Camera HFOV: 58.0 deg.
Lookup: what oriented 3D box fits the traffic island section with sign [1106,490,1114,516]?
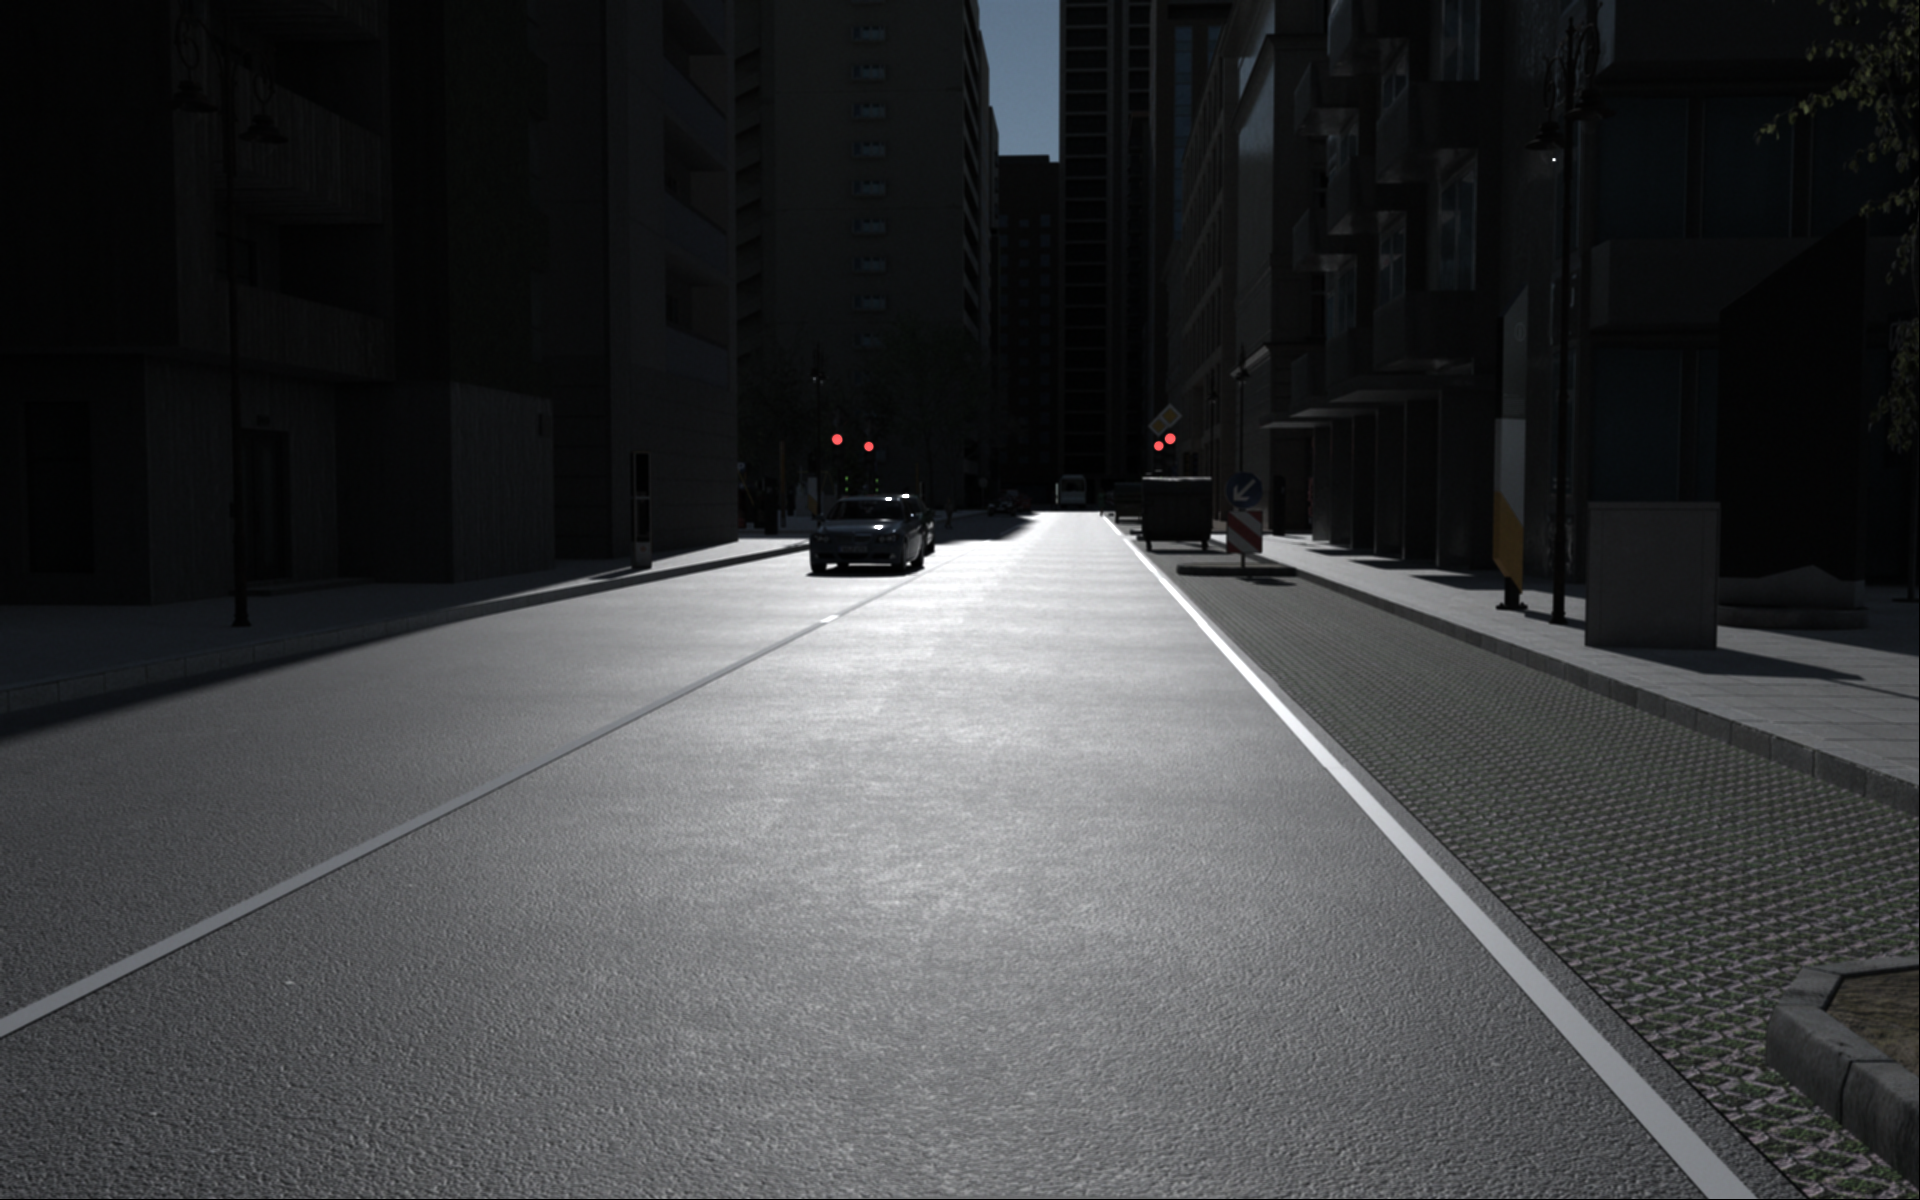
[{"bbox_3d":[10.741,-6.406,113.366,1.989,1.847,2.006,0,4,4],"label":"traffic island section with sign"}]

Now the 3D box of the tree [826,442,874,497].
[{"bbox_3d":[-4.012,-4.253,64.131,1.663,3.219,1.824,0,3,0],"label":"tree"}]

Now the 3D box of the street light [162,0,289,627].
[{"bbox_3d":[-6.968,-2.681,16.617,0.468,5.910,1.993,0,4,4],"label":"street light"}]

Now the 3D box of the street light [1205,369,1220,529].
[{"bbox_3d":[9.328,-5.589,64.160,0.468,5.910,1.993,0,4,4],"label":"street light"}]

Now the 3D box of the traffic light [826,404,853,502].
[{"bbox_3d":[-3.782,-3.994,54.225,0.839,4.253,0.868,0,4,4],"label":"traffic light"}]

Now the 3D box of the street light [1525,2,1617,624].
[{"bbox_3d":[5.917,-2.701,16.950,0.468,5.910,1.993,0,4,4],"label":"street light"}]

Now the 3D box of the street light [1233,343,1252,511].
[{"bbox_3d":[8.611,-4.906,53.002,0.468,5.910,1.993,0,4,4],"label":"street light"}]

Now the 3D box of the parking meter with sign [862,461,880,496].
[{"bbox_3d":[-4.813,-5.716,89.716,0.543,3.016,1.738,1,4,17],"label":"parking meter with sign"}]

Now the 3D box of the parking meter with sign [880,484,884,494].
[{"bbox_3d":[-6.161,-8.316,132.219,1.738,3.016,0.543,-1,4,-20],"label":"parking meter with sign"}]

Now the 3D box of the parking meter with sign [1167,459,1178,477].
[{"bbox_3d":[10.331,-5.373,84.110,0.543,3.016,1.738,0,4,5],"label":"parking meter with sign"}]

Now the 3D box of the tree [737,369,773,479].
[{"bbox_3d":[-12.665,-9.041,98.181,4.737,8.622,4.395,0,3,0],"label":"tree"}]

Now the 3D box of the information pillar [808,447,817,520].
[{"bbox_3d":[-7.302,-5.783,85.899,0.504,3.616,0.183,1,4,22],"label":"information pillar"}]

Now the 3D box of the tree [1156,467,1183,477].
[{"bbox_3d":[11.813,-6.290,97.435,1.663,3.219,1.824,0,3,0],"label":"tree"}]

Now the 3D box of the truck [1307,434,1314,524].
[{"bbox_3d":[16.625,-4.182,57.288,11.283,4.237,2.839,0,4,6],"label":"truck"}]

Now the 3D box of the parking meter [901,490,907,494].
[{"bbox_3d":[-3.547,-6.216,110.048,0.372,1.533,0.369,0,3,0],"label":"parking meter"}]

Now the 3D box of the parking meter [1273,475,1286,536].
[{"bbox_3d":[9.870,-2.926,53.550,0.255,1.863,0.399,3,4,37],"label":"parking meter"}]

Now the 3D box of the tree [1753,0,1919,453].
[{"bbox_3d":[6.621,-3.706,10.950,4.360,8.622,3.978,0,3,0],"label":"tree"}]

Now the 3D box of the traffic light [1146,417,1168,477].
[{"bbox_3d":[7.020,-4.438,61.484,0.839,4.253,0.868,0,4,4],"label":"traffic light"}]

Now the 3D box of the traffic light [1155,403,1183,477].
[{"bbox_3d":[6.455,-3.951,53.519,0.839,4.253,0.868,0,4,4],"label":"traffic light"}]

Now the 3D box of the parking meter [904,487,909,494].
[{"bbox_3d":[-4.161,-7.849,134.036,0.399,1.863,0.255,1,4,15],"label":"parking meter"}]

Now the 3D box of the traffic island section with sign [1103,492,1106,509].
[{"bbox_3d":[16.235,-11.154,190.995,1.989,1.847,2.006,0,4,4],"label":"traffic island section with sign"}]

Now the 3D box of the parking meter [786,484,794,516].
[{"bbox_3d":[-9.914,-5.832,101.061,0.399,1.863,0.255,-1,4,-19],"label":"parking meter"}]

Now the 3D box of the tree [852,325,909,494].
[{"bbox_3d":[-4.024,-7.683,75.974,4.360,8.622,3.978,0,3,0],"label":"tree"}]

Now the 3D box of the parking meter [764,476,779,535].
[{"bbox_3d":[-5.942,-2.989,54.585,0.399,1.863,0.255,1,4,18],"label":"parking meter"}]

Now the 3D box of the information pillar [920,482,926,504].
[{"bbox_3d":[-2.314,-6.316,107.758,0.304,2.012,0.304,-1,4,-21],"label":"information pillar"}]

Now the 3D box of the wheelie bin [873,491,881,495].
[{"bbox_3d":[-6.001,-7.101,124.015,0.693,1.594,0.980,0,4,-7],"label":"wheelie bin"}]

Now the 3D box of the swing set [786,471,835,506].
[{"bbox_3d":[-10.399,-7.521,120.582,3.119,2.851,2.862,2,4,34],"label":"swing set"}]

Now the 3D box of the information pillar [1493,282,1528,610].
[{"bbox_3d":[6.087,-1.699,19.138,0.504,3.616,0.183,-3,5,-40],"label":"information pillar"}]

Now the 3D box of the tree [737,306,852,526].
[{"bbox_3d":[-6.763,-7.238,68.706,4.360,8.622,3.978,0,3,0],"label":"tree"}]

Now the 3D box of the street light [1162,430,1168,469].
[{"bbox_3d":[11.802,-7.784,100.057,0.468,5.910,1.993,0,4,4],"label":"street light"}]

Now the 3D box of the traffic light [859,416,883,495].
[{"bbox_3d":[-3.217,-4.481,62.190,0.839,4.253,0.868,0,4,4],"label":"traffic light"}]

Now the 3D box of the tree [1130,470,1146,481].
[{"bbox_3d":[14.637,-8.796,138.421,1.663,3.219,1.824,0,3,0],"label":"tree"}]

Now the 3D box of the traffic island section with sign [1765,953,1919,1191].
[{"bbox_3d":[2.978,0.296,3.791,1.989,1.847,2.006,0,4,4],"label":"traffic island section with sign"}]

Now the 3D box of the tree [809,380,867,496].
[{"bbox_3d":[-7.715,-9.782,110.290,4.737,8.622,4.395,0,3,0],"label":"tree"}]

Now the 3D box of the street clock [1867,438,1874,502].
[{"bbox_3d":[9.832,-0.885,19.034,0.358,2.002,0.471,2,4,23],"label":"street clock"}]

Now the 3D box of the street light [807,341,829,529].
[{"bbox_3d":[-4.282,-4.875,52.499,0.468,5.910,1.993,0,4,4],"label":"street light"}]

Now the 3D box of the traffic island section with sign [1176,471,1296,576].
[{"bbox_3d":[4.899,-1.366,30.968,1.989,1.847,2.006,0,4,4],"label":"traffic island section with sign"}]

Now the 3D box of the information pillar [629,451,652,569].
[{"bbox_3d":[-5.502,-1.551,29.848,0.304,2.012,0.304,-2,4,-24],"label":"information pillar"}]

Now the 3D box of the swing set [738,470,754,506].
[{"bbox_3d":[-10.457,-4.768,75.577,2.862,2.851,3.119,1,4,11],"label":"swing set"}]

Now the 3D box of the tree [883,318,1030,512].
[{"bbox_3d":[-0.519,-12.947,122.059,12.009,13.543,11.850,0,3,0],"label":"tree"}]

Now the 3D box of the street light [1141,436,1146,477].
[{"bbox_3d":[14.360,-9.979,135.948,0.468,5.910,1.993,0,4,4],"label":"street light"}]

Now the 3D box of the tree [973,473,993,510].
[{"bbox_3d":[2.092,-9.108,143.518,1.663,3.219,1.824,0,3,0],"label":"tree"}]

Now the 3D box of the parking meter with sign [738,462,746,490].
[{"bbox_3d":[-11.832,-5.964,93.765,0.543,3.016,1.738,-1,4,-9],"label":"parking meter with sign"}]

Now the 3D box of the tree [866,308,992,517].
[{"bbox_3d":[-1.768,-10.514,97.652,9.928,11.665,9.643,0,3,0],"label":"tree"}]

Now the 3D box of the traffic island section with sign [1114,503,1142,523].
[{"bbox_3d":[8.836,-4.761,86.478,1.989,1.847,2.006,0,4,4],"label":"traffic island section with sign"}]

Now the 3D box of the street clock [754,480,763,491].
[{"bbox_3d":[-10.442,-5.229,90.063,0.471,2.002,0.358,2,4,35],"label":"street clock"}]
